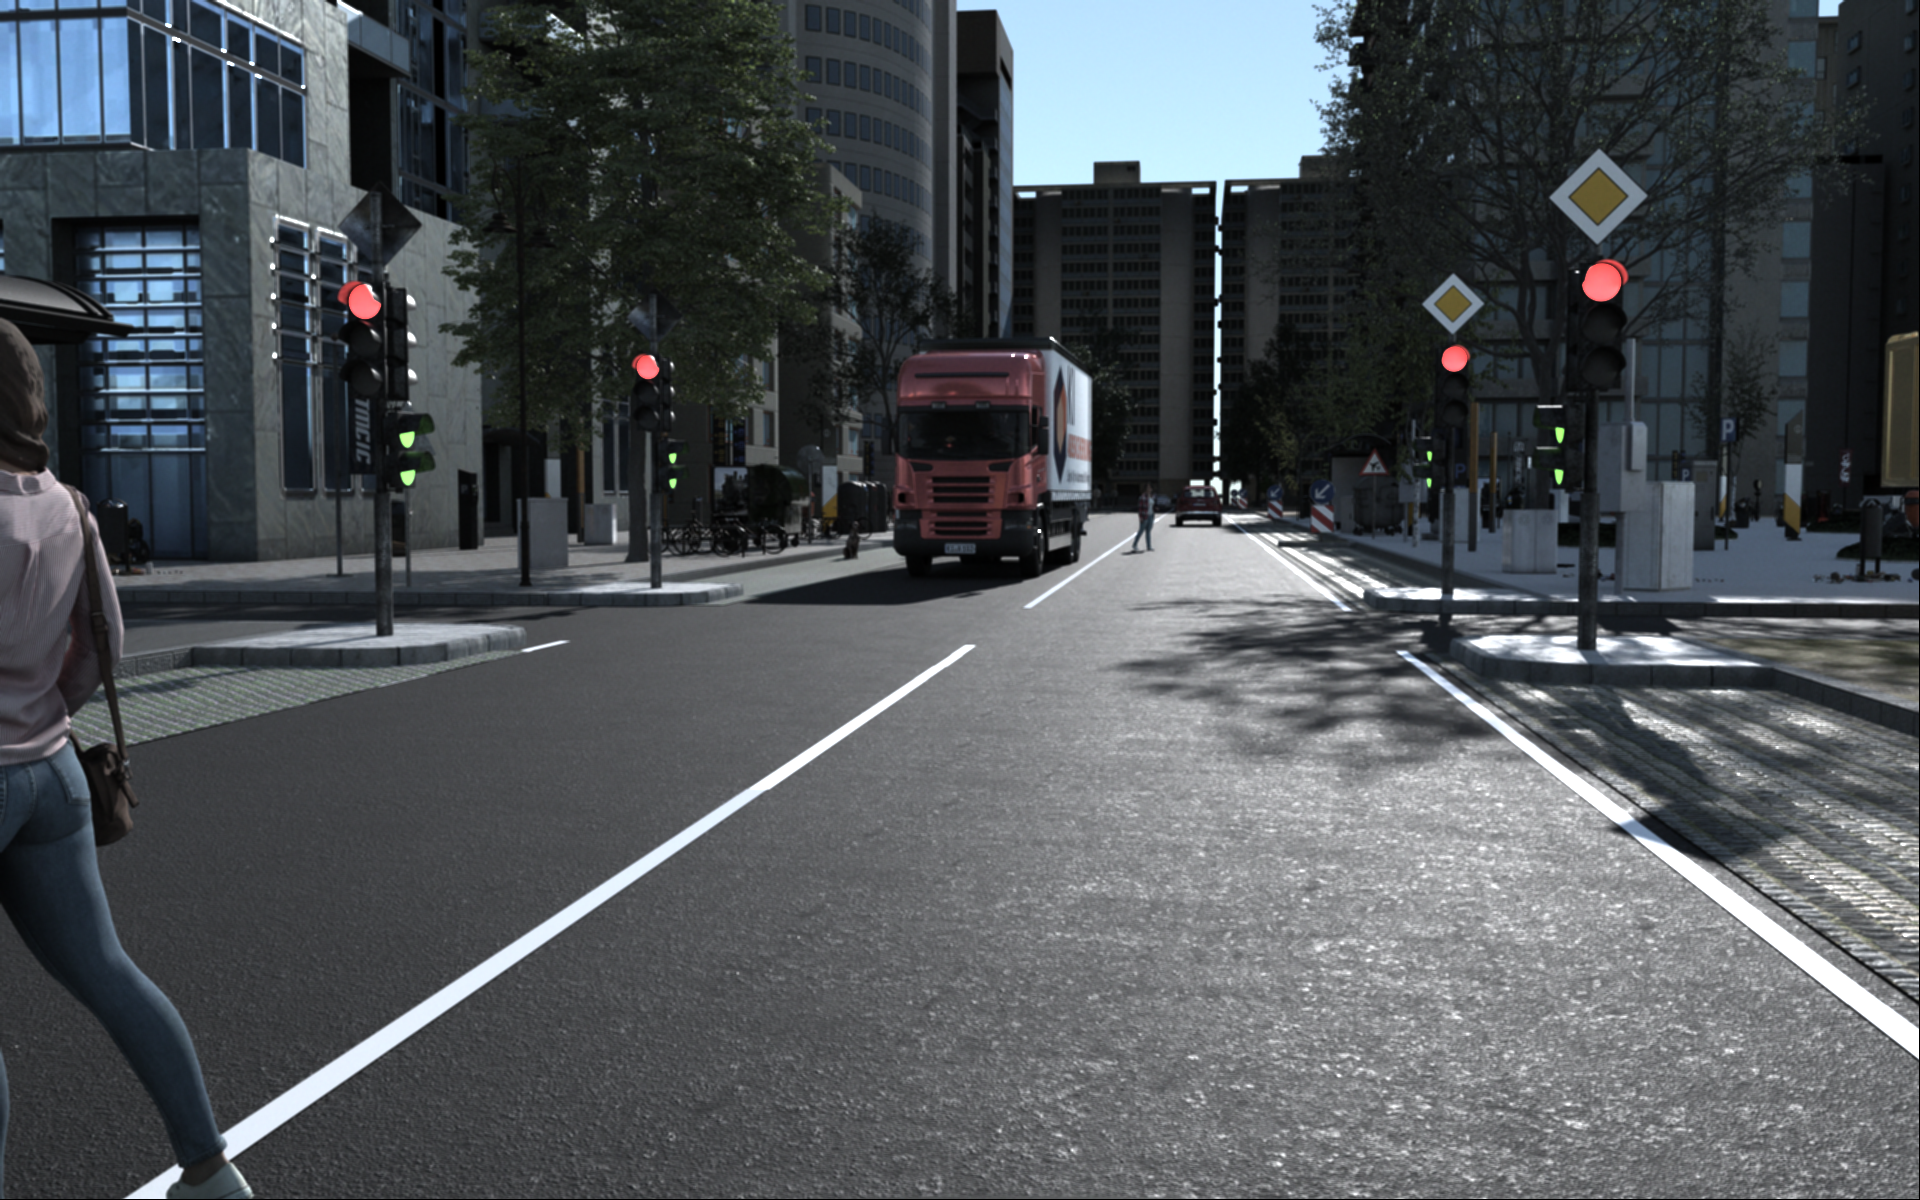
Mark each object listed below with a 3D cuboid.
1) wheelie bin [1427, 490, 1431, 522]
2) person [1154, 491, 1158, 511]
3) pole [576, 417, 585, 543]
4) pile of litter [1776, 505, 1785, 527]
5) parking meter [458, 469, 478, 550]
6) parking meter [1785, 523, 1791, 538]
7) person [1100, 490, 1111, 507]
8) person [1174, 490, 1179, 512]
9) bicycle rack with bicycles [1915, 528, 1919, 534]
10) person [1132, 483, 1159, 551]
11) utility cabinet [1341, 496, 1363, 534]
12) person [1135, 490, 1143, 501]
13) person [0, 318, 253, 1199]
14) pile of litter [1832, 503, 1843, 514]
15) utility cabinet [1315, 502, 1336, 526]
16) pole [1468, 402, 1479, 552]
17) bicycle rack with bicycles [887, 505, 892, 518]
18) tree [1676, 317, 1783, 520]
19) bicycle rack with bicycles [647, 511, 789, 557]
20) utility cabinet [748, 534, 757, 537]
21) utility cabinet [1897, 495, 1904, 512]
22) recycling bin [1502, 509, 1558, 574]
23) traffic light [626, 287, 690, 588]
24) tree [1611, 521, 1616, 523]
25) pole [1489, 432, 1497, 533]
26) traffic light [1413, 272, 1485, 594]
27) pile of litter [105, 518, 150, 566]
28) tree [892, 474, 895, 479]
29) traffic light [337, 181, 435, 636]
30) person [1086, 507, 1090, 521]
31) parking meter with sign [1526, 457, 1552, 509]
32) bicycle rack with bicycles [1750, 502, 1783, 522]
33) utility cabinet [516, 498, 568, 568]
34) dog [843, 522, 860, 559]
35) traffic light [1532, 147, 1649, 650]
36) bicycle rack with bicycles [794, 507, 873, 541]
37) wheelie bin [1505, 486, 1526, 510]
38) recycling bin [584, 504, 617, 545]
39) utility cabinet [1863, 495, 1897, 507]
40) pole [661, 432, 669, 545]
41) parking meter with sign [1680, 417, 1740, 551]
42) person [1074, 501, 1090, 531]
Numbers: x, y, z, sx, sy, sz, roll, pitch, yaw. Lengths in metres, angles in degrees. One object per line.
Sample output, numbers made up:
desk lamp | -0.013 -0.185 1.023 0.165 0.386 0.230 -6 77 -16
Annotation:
wheelie bin | 21.890 -4.397 79.798 0.980 1.594 0.693 1 4 14
person | 16.985 -8.595 149.966 0.436 1.711 0.756 1 4 17
pole | -10.000 -3.168 45.647 0.158 3.312 0.155 0 3 0
pile of litter | 32.837 -3.323 68.304 1.719 0.858 1.176 -3 4 -38
parking meter | -11.362 -2.099 40.029 0.399 1.863 0.255 1 4 19
parking meter | 24.561 -2.773 51.049 0.399 1.863 0.255 2 4 28
person | 15.196 -10.480 179.930 1.350 1.814 0.705 0 4 3
person | 17.784 -8.130 141.977 0.434 1.755 0.990 1 4 10
bicycle rack with bicycles | 27.467 -2.040 46.734 2.925 0.926 2.852 -1 4 -11
person | 4.723 -2.119 43.989 0.563 1.720 0.643 -3 4 -39
utility cabinet | 12.744 -2.765 56.367 0.306 1.237 1.020 -1 4 -15
person | 13.986 -7.667 134.377 0.721 1.766 1.217 3 5 42
person | -1.695 0.361 3.193 0.643 1.750 0.593 1 4 10
pile of litter | 41.094 -4.072 80.539 1.719 0.858 1.176 -3 4 -37
utility cabinet | 14.814 -3.711 69.358 1.173 1.500 0.318 0 4 -3
pole | 11.464 -2.741 38.661 0.158 3.312 0.155 0 3 0
bicycle rack with bicycles | -2.750 -4.299 83.670 2.852 0.926 2.925 1 4 14
tree | 32.515 -7.491 72.847 4.360 8.622 3.978 0 3 0
bicycle rack with bicycles | -5.287 -1.394 36.170 2.925 0.926 2.852 1 4 8
utility cabinet | -6.355 -2.451 51.239 1.020 1.237 0.306 1 4 22
utility cabinet | 42.342 -4.116 78.457 1.020 1.237 0.306 -2 4 -29
recycling bin | 9.260 -0.954 28.151 0.722 1.027 0.722 0 4 4
traffic light | -4.128 -2.116 23.512 0.839 4.253 0.868 0 4 8
tree | 29.610 -5.075 77.574 1.663 3.219 1.824 0 3 0
pole | 17.614 -3.877 57.231 0.158 3.312 0.155 0 3 0
traffic light | 6.241 -2.031 22.123 0.839 4.253 0.868 0 4 8
pile of litter | -15.436 -1.082 31.658 1.176 0.858 1.719 0 4 0
tree | -1.612 -4.384 66.275 1.663 3.219 1.824 0 3 0
traffic light | -5.203 -1.632 15.599 0.839 4.253 0.868 0 4 8
person | 6.700 -5.190 93.213 0.638 1.841 0.748 -3 4 -37
parking meter with sign | 27.241 -5.154 80.523 1.738 3.016 0.543 2 4 35
bicycle rack with bicycles | 37.710 -4.143 81.123 2.852 0.926 2.925 2 4 35
utility cabinet | -7.318 -1.175 30.371 0.306 1.237 1.020 2 4 27
dog | -2.327 -1.312 38.289 0.513 0.831 0.800 1 4 16
traffic light | 5.165 -1.547 14.211 0.839 4.253 0.868 0 4 8
bicycle rack with bicycles | -4.288 -2.172 48.891 2.925 0.926 2.852 3 4 37
wheelie bin | 21.555 -3.625 67.184 0.693 1.594 0.980 2 4 32
recycling bin | -9.111 -1.916 43.878 0.722 1.027 0.722 0 4 -2
utility cabinet | 34.966 -3.350 65.936 1.020 1.237 0.306 3 4 37
pole | -7.511 -3.069 44.016 0.158 3.312 0.155 0 3 0
parking meter with sign | 16.775 -2.640 39.420 1.738 3.016 0.543 -1 4 -14
person | 4.664 -3.566 66.646 0.661 1.843 0.795 -2 4 -24
